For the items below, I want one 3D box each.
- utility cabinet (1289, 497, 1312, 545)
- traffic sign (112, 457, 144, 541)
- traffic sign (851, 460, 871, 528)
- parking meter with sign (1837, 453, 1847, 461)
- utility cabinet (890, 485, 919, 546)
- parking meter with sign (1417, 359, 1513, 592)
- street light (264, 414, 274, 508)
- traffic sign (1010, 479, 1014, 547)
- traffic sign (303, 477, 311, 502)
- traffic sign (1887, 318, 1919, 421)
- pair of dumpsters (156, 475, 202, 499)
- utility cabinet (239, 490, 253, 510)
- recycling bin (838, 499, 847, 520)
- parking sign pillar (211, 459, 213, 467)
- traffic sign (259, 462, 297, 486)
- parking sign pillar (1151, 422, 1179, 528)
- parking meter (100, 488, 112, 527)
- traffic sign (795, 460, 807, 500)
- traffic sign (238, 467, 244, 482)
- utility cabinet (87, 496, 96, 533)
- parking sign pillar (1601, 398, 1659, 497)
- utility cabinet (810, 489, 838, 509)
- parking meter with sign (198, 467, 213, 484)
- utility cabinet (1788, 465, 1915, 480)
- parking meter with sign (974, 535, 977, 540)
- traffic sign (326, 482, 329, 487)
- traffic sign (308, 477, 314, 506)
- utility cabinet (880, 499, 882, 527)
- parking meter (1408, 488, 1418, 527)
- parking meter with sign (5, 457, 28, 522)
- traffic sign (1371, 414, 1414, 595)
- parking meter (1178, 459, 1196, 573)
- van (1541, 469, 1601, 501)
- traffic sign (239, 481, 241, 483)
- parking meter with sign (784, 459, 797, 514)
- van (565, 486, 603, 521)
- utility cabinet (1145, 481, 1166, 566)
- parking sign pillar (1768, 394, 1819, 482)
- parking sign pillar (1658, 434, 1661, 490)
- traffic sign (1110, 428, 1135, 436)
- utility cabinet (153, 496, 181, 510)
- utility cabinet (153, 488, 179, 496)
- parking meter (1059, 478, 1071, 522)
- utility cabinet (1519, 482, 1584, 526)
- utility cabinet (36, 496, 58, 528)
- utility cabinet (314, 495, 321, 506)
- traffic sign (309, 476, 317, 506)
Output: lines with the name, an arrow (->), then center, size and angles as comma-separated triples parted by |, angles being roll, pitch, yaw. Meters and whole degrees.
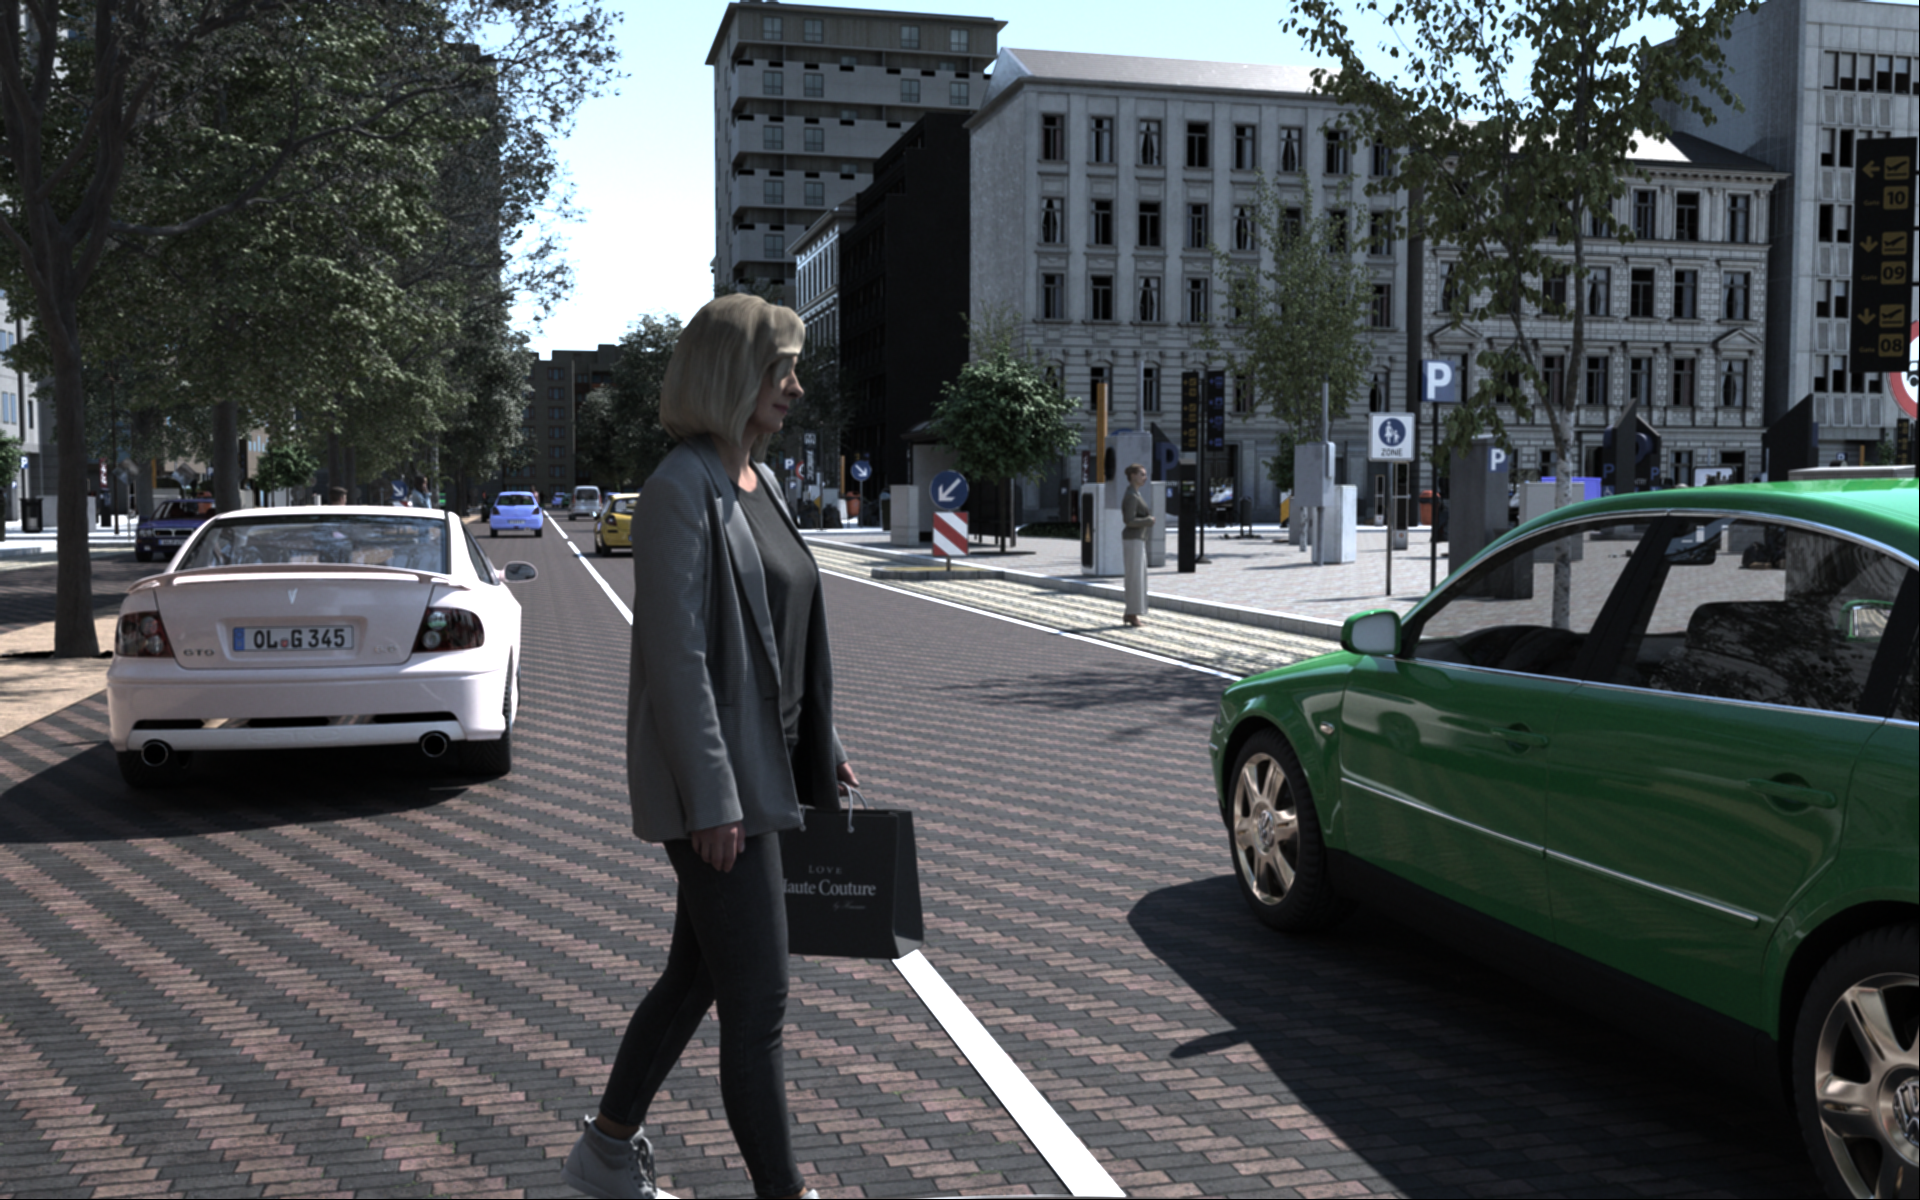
utility cabinet -> 8.834, -2.005, 43.941 | 0.306, 1.237, 1.020 | -3, 5, -42
traffic sign -> -22.603, -2.656, 47.071 | 0.795, 2.450, 0.064 | -1, 4, -14
traffic sign -> -3.746, -4.009, 65.659 | 0.768, 2.556, 0.104 | 0, 4, -6
parking meter with sign -> 38.058, -4.718, 73.394 | 1.738, 3.016, 0.543 | -1, 4, -12
utility cabinet -> -1.348, -2.065, 42.444 | 0.318, 1.500, 1.173 | -2, 4, -23
parking meter with sign -> 6.532, -1.564, 21.828 | 0.543, 3.016, 1.738 | -2, 4, -24
street light -> -34.859, -7.032, 87.754 | 0.468, 5.910, 1.993 | -1, 4, -14
traffic sign -> 1.253, -2.543, 41.684 | 0.768, 2.556, 0.104 | -1, 4, -10
traffic sign -> -42.445, -6.861, 112.285 | 0.768, 2.556, 0.104 | -1, 4, -8
traffic sign -> 6.952, -0.757, 12.490 | 0.768, 2.556, 0.104 | -1, 4, -13
pair of dumpsters -> -34.210, -4.462, 75.442 | 1.574, 2.255, 4.437 | -1, 4, -14
utility cabinet -> -44.125, -5.983, 106.501 | 1.173, 1.500, 0.318 | -2, 4, -35
recycling bin -> -6.013, -4.439, 85.134 | 0.722, 1.027, 0.722 | 2, 4, 29
parking sign pillar -> -52.872, -8.288, 123.983 | 1.447, 3.967, 1.447 | 2, 4, 27
traffic sign -> -40.999, -6.754, 104.298 | 2.265, 3.308, 0.079 | -1, 4, -11
parking sign pillar -> 7.746, -4.700, 65.319 | 1.447, 3.967, 1.447 | 3, 5, 44
parking meter -> -33.320, -3.617, 67.547 | 0.372, 1.533, 0.369 | 0, 3, 0
traffic sign -> -5.801, -3.978, 65.145 | 0.768, 2.556, 0.104 | 0, 4, -6
traffic sign -> -33.093, -4.831, 79.098 | 0.768, 2.556, 0.104 | 0, 4, -6
utility cabinet -> -28.759, -2.816, 57.206 | 0.306, 1.237, 1.020 | -2, 4, -34
parking sign pillar -> 18.362, -3.659, 48.296 | 1.447, 3.967, 1.447 | 3, 5, 44
utility cabinet -> -5.526, -3.768, 70.279 | 1.173, 1.500, 0.318 | -3, 4, -39
parking meter with sign -> -48.886, -7.076, 111.945 | 0.543, 3.016, 1.738 | 1, 4, 12
utility cabinet -> 7.069, -0.310, 13.751 | 0.318, 1.500, 1.173 | -1, 4, -12
parking meter with sign -> -0.377, -3.186, 48.345 | 1.738, 3.016, 0.543 | -1, 4, -9
traffic sign -> -44.674, -7.540, 123.290 | 0.884, 2.594, 0.081 | -1, 4, -9
traffic sign -> -43.848, -7.121, 116.534 | 0.768, 2.556, 0.104 | 0, 4, -5
utility cabinet -> -2.794, -3.429, 67.234 | 0.306, 1.237, 1.020 | 1, 4, 19
parking meter -> 17.668, -3.615, 67.518 | 0.372, 1.533, 0.369 | 0, 3, 0
parking meter with sign -> -44.384, -5.167, 80.740 | 1.738, 3.016, 0.543 | 0, 4, 8
traffic sign -> 5.429, -1.208, 21.879 | 0.606, 2.300, 0.079 | -1, 4, -11
parking meter -> 3.718, -1.386, 28.365 | 0.255, 1.863, 0.399 | 0, 4, 1
van -> 22.060, -3.548, 62.399 | 5.245, 2.365, 2.240 | -1, 4, -13
traffic sign -> -37.984, -5.540, 90.685 | 0.768, 2.556, 0.104 | -1, 4, -13
parking meter with sign -> -8.188, -5.379, 84.204 | 0.543, 3.016, 1.738 | -1, 4, -13
van -> -20.474, -5.353, 94.534 | 2.013, 2.044, 4.112 | -1, 4, -16
utility cabinet -> 3.215, -1.354, 30.819 | 0.318, 1.500, 1.173 | -2, 4, -25
parking sign pillar -> 22.673, -3.589, 47.144 | 1.447, 3.967, 1.447 | -1, 4, -23
parking sign pillar -> 21.453, -4.045, 54.615 | 1.447, 3.967, 1.447 | -1, 4, -20
traffic sign -> 3.170, -2.045, 33.542 | 0.768, 2.556, 0.104 | -1, 4, -10
utility cabinet -> -29.922, -3.311, 65.304 | 1.020, 1.237, 0.306 | 0, 4, -1
utility cabinet -> -30.657, -3.543, 66.607 | 1.173, 1.500, 0.318 | -1, 4, -20
parking meter -> 3.815, -3.507, 63.056 | 0.399, 1.863, 0.255 | 2, 4, 24
utility cabinet -> 11.280, -1.492, 33.072 | 1.173, 1.500, 0.318 | -1, 4, -9
utility cabinet -> -34.943, -3.393, 66.636 | 1.020, 1.237, 0.306 | -3, 5, -43
utility cabinet -> -45.168, -6.762, 121.719 | 0.306, 1.237, 1.020 | -1, 4, -9
traffic sign -> -44.600, -7.274, 119.030 | 0.768, 2.556, 0.104 | -1, 4, -9
